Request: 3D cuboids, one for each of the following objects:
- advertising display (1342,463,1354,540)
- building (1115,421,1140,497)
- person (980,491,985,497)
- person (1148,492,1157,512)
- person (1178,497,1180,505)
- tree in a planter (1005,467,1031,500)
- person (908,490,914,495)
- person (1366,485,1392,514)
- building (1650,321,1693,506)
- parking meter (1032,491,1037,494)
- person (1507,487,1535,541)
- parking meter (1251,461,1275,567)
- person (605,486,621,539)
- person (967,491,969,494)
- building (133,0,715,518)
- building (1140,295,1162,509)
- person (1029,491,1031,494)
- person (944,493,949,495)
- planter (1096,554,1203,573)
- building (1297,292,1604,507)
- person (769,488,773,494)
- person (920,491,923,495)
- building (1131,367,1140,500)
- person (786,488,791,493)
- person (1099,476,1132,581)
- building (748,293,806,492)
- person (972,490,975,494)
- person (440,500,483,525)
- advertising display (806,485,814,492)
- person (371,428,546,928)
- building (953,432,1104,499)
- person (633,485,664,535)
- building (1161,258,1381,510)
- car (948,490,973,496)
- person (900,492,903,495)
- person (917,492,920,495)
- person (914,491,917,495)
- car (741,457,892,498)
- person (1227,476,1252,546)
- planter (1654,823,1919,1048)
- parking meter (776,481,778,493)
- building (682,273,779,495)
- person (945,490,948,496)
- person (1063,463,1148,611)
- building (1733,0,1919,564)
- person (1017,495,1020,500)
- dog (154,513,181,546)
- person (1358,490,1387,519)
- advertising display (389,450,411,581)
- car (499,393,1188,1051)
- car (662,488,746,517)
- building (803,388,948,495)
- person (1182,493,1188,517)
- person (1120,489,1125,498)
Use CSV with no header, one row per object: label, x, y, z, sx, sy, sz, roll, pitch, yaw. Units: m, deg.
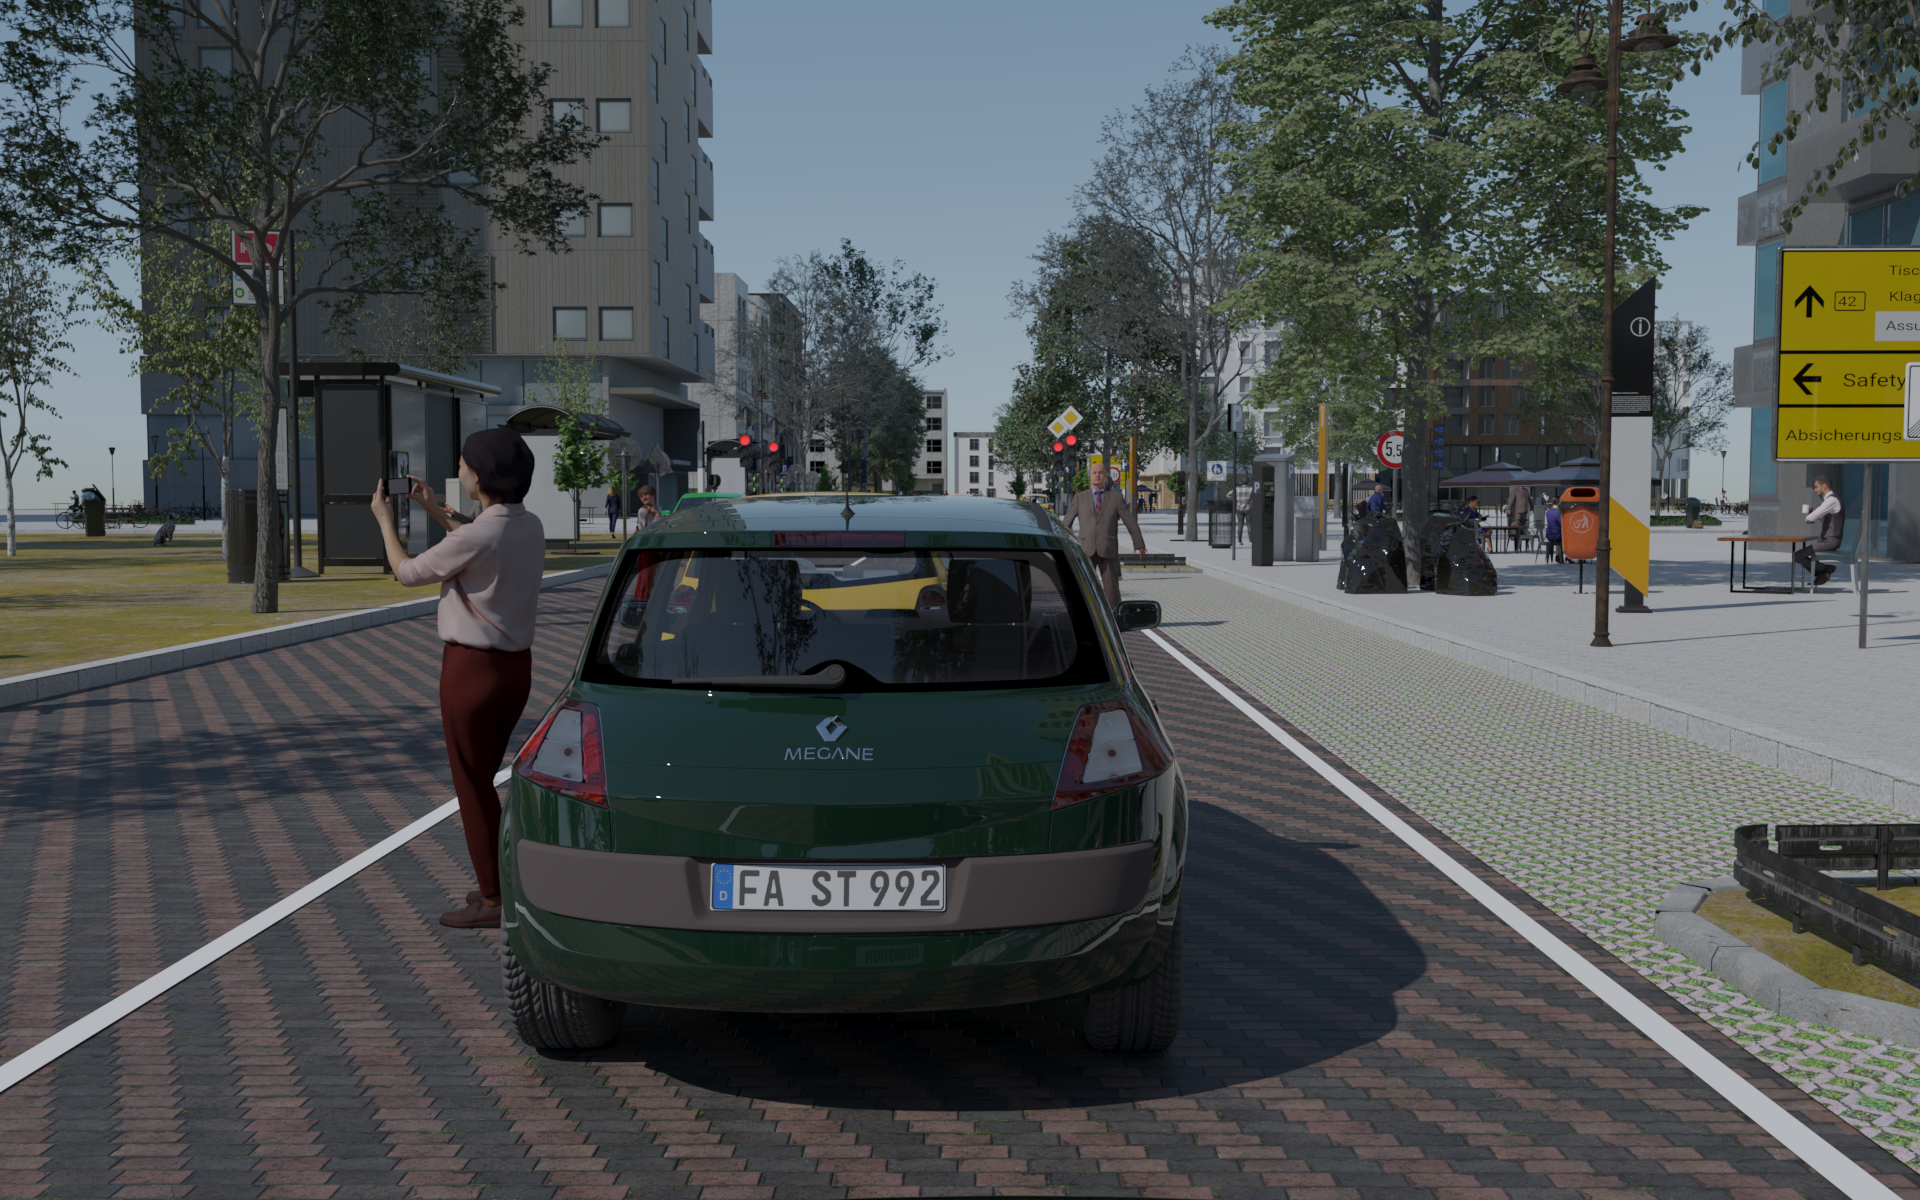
advertising display,8.180,-1.916,36.542,0.123,1.923,0.974,1,4,19
building,22.344,-15.141,189.697,9.099,9.664,28.070,0,4,0
person,2.526,-12.196,207.897,1.348,1.826,0.705,1,4,20
person,13.574,-7.018,122.660,0.647,1.594,0.662,-3,5,-40
person,17.513,-7.786,137.250,0.435,1.345,0.340,-1,4,-9
tree in a planter,3.882,-7.217,115.218,1.991,3.239,1.994,0,4,0
person,-4.066,-8.271,144.280,0.990,1.755,0.434,2,4,26
person,9.853,-1.948,40.580,0.600,1.496,0.574,0,4,5
building,73.688,-20.720,195.196,11.380,20.091,16.016,0,4,0
parking meter,5.664,-7.564,132.078,0.372,1.533,0.369,0,3,0
person,15.411,-2.503,47.525,0.990,1.755,0.434,-1,4,-22
parking meter,5.372,-1.528,30.691,0.255,1.863,0.399,-1,4,-23
person,-10.012,-2.534,50.022,0.480,1.512,0.613,-2,4,-25
person,0.677,-10.095,174.370,0.721,1.723,1.217,2,4,24
building,-29.693,-31.436,103.210,28.713,52.752,27.495,0,4,0
building,25.107,-18.332,156.153,16.016,20.091,11.380,0,4,0
person,8.846,-12.662,213.873,0.742,1.727,0.445,1,4,20
person,-1.529,-11.652,198.884,0.709,1.838,0.599,0,4,7
planter,3.395,-0.672,32.130,1.991,0.319,1.994,0,4,0
building,51.641,-21.129,189.440,32.646,21.610,27.936,0,4,0
person,-11.068,-5.858,102.754,0.756,1.711,0.436,-2,4,-33
person,-4.234,-11.130,190.617,0.705,1.807,1.348,3,5,44
building,24.670,-19.073,168.266,16.016,20.091,11.380,0,4,0
person,-7.288,-4.027,74.103,0.614,1.554,0.590,1,4,10
person,2.440,-1.175,28.429,0.841,1.734,0.376,-3,4,-37
building,-34.176,-21.172,190.137,32.646,21.610,27.936,0,4,0
person,1.474,-10.727,183.866,1.348,1.826,0.705,3,4,39
person,-5.091,-0.580,18.517,0.617,1.759,0.750,3,4,36
advertising display,-10.350,-6.841,117.061,0.974,1.923,0.123,-2,4,-32
person,-1.656,0.256,5.772,0.517,1.644,0.566,-2,4,-28
building,13.165,-18.124,238.475,28.070,9.664,9.099,0,4,0
person,-3.234,-0.447,18.269,0.387,1.526,0.523,2,4,28
building,25.660,-17.608,144.318,16.016,20.091,11.380,0,4,0
car,0.038,-4.250,79.709,2.015,1.641,3.980,0,4,1
person,-7.484,-12.845,219.244,1.217,1.736,0.721,-2,4,-32
person,-4.556,-10.919,187.946,0.541,1.710,0.530,1,4,15
person,-4.698,-10.852,186.653,0.721,1.735,1.217,2,4,31
car,-0.765,-0.020,10.555,2.015,1.641,3.980,0,4,0
person,7.116,-2.233,43.280,0.841,1.734,0.376,2,4,31
planter,3.228,0.976,5.186,1.991,0.319,1.994,0,4,0
parking meter,-7.488,-3.999,71.101,0.255,1.863,0.399,1,4,23
building,-26.231,-17.606,154.323,16.747,18.905,31.486,0,4,0
person,-1.410,-10.742,184.076,0.705,1.831,1.348,0,4,3
person,1.469,-0.558,18.180,0.990,1.755,0.434,1,4,11
building,27.507,-24.820,25.423,23.786,49.044,30.456,0,4,0
person,5.893,-10.385,175.864,0.705,1.821,1.348,0,4,1
dog,-19.759,-1.747,42.948,0.800,0.831,0.513,2,4,34
person,12.171,-2.566,51.191,0.799,1.438,0.628,0,4,4
advertising display,-8.369,-1.265,25.897,0.123,1.923,0.974,0,4,-8
car,-0.268,0.240,5.864,2.009,1.686,4.222,0,4,1
car,-5.127,-1.661,35.956,1.959,1.807,4.718,0,4,-1
building,-17.565,-22.916,241.137,31.486,18.905,16.747,0,4,0
person,12.326,-5.249,95.779,0.435,1.345,0.340,-2,4,-27
person,14.665,-9.163,156.574,0.721,1.735,1.217,-1,4,-18
